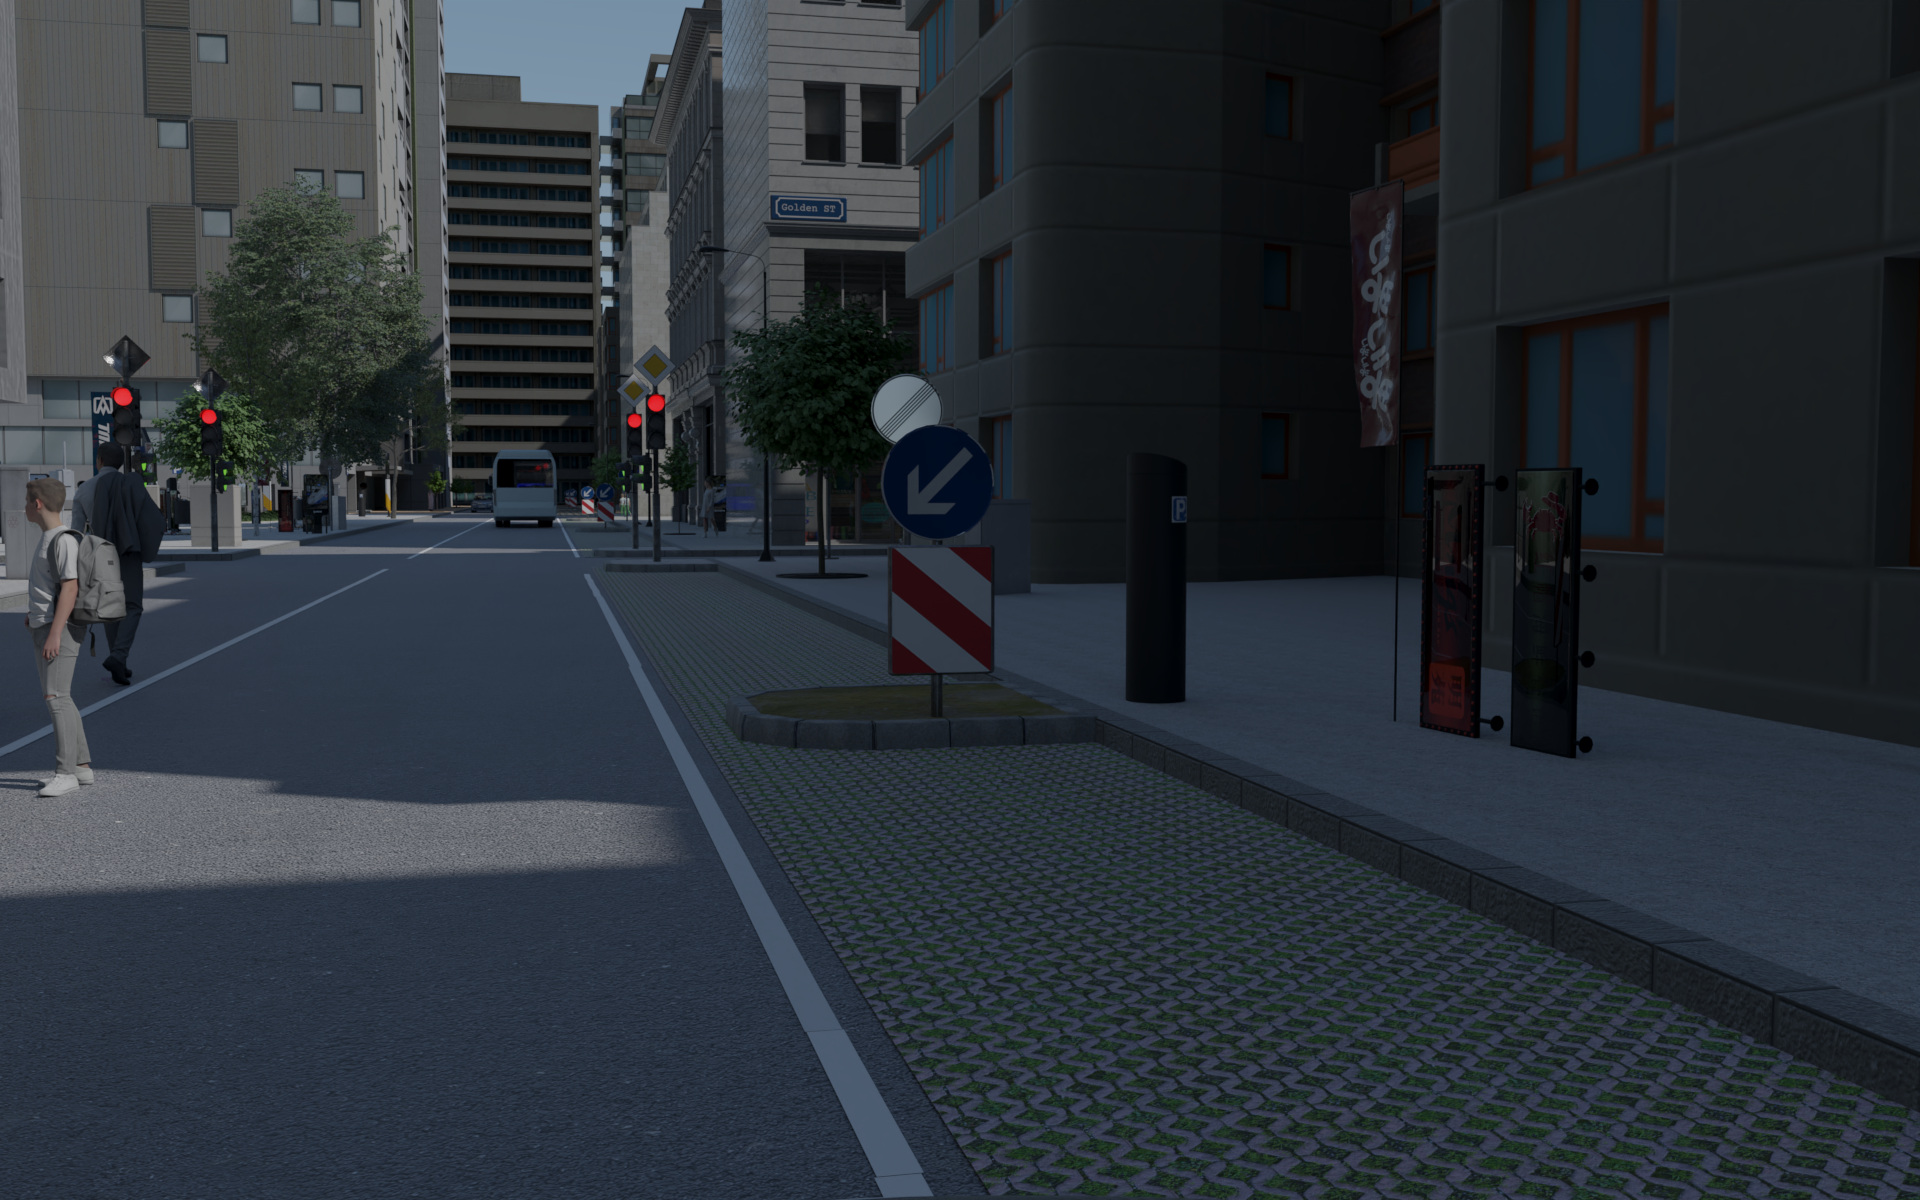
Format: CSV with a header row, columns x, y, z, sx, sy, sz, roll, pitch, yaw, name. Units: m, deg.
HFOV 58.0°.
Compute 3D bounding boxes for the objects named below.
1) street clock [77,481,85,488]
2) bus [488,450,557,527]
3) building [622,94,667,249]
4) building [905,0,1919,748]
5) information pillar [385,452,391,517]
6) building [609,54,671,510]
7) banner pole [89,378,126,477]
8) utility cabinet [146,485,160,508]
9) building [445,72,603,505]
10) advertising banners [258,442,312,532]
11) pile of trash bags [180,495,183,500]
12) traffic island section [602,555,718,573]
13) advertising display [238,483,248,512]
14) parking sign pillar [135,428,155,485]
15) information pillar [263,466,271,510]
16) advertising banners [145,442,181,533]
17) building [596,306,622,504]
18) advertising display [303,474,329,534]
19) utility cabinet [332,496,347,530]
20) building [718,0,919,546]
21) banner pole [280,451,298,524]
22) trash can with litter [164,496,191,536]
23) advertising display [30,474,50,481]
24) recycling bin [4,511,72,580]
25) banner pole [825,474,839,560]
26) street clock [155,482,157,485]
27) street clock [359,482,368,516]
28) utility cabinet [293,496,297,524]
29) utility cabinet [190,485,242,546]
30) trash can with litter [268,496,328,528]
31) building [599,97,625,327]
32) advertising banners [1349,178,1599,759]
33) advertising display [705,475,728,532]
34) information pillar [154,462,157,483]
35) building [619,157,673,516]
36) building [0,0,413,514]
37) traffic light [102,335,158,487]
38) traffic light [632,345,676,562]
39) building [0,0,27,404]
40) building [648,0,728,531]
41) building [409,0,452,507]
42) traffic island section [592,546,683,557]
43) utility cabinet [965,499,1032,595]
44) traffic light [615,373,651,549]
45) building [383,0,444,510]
x,y,z,sx,sy,sz,roll,pitch,yaw,name
-46.944,-5.390,92.694,0.358,2.002,0.471,3,5,44,street clock
-19.835,-5.114,78.481,2.948,3.499,13.247,-1,4,-15,bus
-18.187,-21.921,130.102,14.160,30.474,14.107,-1,4,-13,building
15.775,-10.811,21.796,27.650,21.520,28.899,-1,4,-13,building
-32.062,-6.465,97.059,0.183,3.616,0.504,0,4,0,information pillar
-14.842,-28.038,150.303,32.217,40.220,23.993,-1,4,-13,building
-18.281,-2.898,37.391,0.863,3.779,0.401,-2,4,-30,banner pole
-20.507,-2.097,42.964,1.173,1.500,0.318,-1,4,-16,utility cabinet
-53.392,-35.504,204.190,21.600,48.544,21.300,-1,4,-13,building
-22.672,-3.796,58.257,2.074,3.025,0.090,-1,4,-16,advertising banners
-40.539,-4.872,89.410,3.447,1.369,1.912,1,4,18,pile of trash bags
-5.727,-0.647,32.866,2.009,0.180,2.903,-1,4,-13,traffic island section
-40.701,-5.695,98.326,0.974,1.923,0.123,3,5,43,advertising display
-32.771,-4.965,69.650,1.447,3.967,1.447,-3,4,-39,parking sign pillar
-41.676,-6.901,104.183,0.504,3.616,0.183,1,4,12,information pillar
-26.723,-3.782,58.024,2.074,3.025,0.090,3,4,37,advertising banners
-22.475,-20.292,176.810,27.650,21.520,28.899,-1,4,-13,building
-20.822,-3.108,56.023,0.123,1.923,0.974,2,4,24,advertising display
-22.341,-3.129,62.325,0.306,1.237,1.020,-2,4,-33,utility cabinet
8.408,-16.701,50.546,29.804,29.767,11.434,-1,4,-13,building
-29.123,-5.200,75.035,0.401,3.779,0.863,2,4,27,banner pole
-24.736,-2.637,54.171,2.233,1.210,1.678,-2,4,-25,trash can with litter
-29.169,-3.018,54.562,0.974,1.923,0.123,0,4,-1,advertising display
-13.907,-0.835,26.201,0.722,1.027,0.722,0,4,6,recycling bin
-2.588,-2.676,33.775,0.401,3.779,0.863,0,4,2,banner pole
-46.287,-5.800,99.398,0.471,2.002,0.358,3,4,38,street clock
-35.650,-6.054,103.552,0.471,2.002,0.358,-1,4,-19,street clock
-28.226,-3.775,72.877,0.306,1.237,1.020,0,4,-1,utility cabinet
-18.040,-2.038,42.003,1.173,1.500,0.318,1,4,11,utility cabinet
-25.048,-3.309,65.155,2.233,1.210,1.678,2,4,28,trash can with litter
-28.233,-36.162,210.862,30.456,49.044,23.786,-1,4,-13,building
2.639,-0.796,9.195,0.090,3.025,2.074,-1,4,-21,advertising banners
-8.229,-3.306,59.272,0.974,1.923,0.123,0,4,-4,advertising display
-48.761,-6.928,104.623,0.504,3.616,0.183,-2,4,-34,information pillar
-15.440,-15.458,107.483,10.420,20.320,16.860,-1,4,-13,building
-53.417,-32.482,120.323,28.713,52.752,27.495,-1,4,-13,building
-14.674,-2.549,30.599,0.839,4.253,0.868,-1,4,-13,traffic light
-5.768,-2.680,32.743,0.839,4.253,0.868,-1,4,-13,traffic light
-22.278,-20.821,24.025,14.086,41.232,14.154,-1,4,-13,building
-8.821,-13.988,79.607,10.553,20.767,40.483,-1,4,-13,building
-64.921,-38.364,169.249,28.212,58.520,21.231,-1,4,-13,building
-7.589,-1.122,40.632,2.009,0.180,2.903,-1,4,-13,traffic island section
0.488,-0.674,22.182,0.306,1.237,1.020,3,5,40,utility cabinet
-7.630,-3.155,40.509,0.839,4.253,0.868,-1,4,-13,traffic light
-54.604,-43.206,144.668,20.563,71.187,20.611,-1,4,-13,building
